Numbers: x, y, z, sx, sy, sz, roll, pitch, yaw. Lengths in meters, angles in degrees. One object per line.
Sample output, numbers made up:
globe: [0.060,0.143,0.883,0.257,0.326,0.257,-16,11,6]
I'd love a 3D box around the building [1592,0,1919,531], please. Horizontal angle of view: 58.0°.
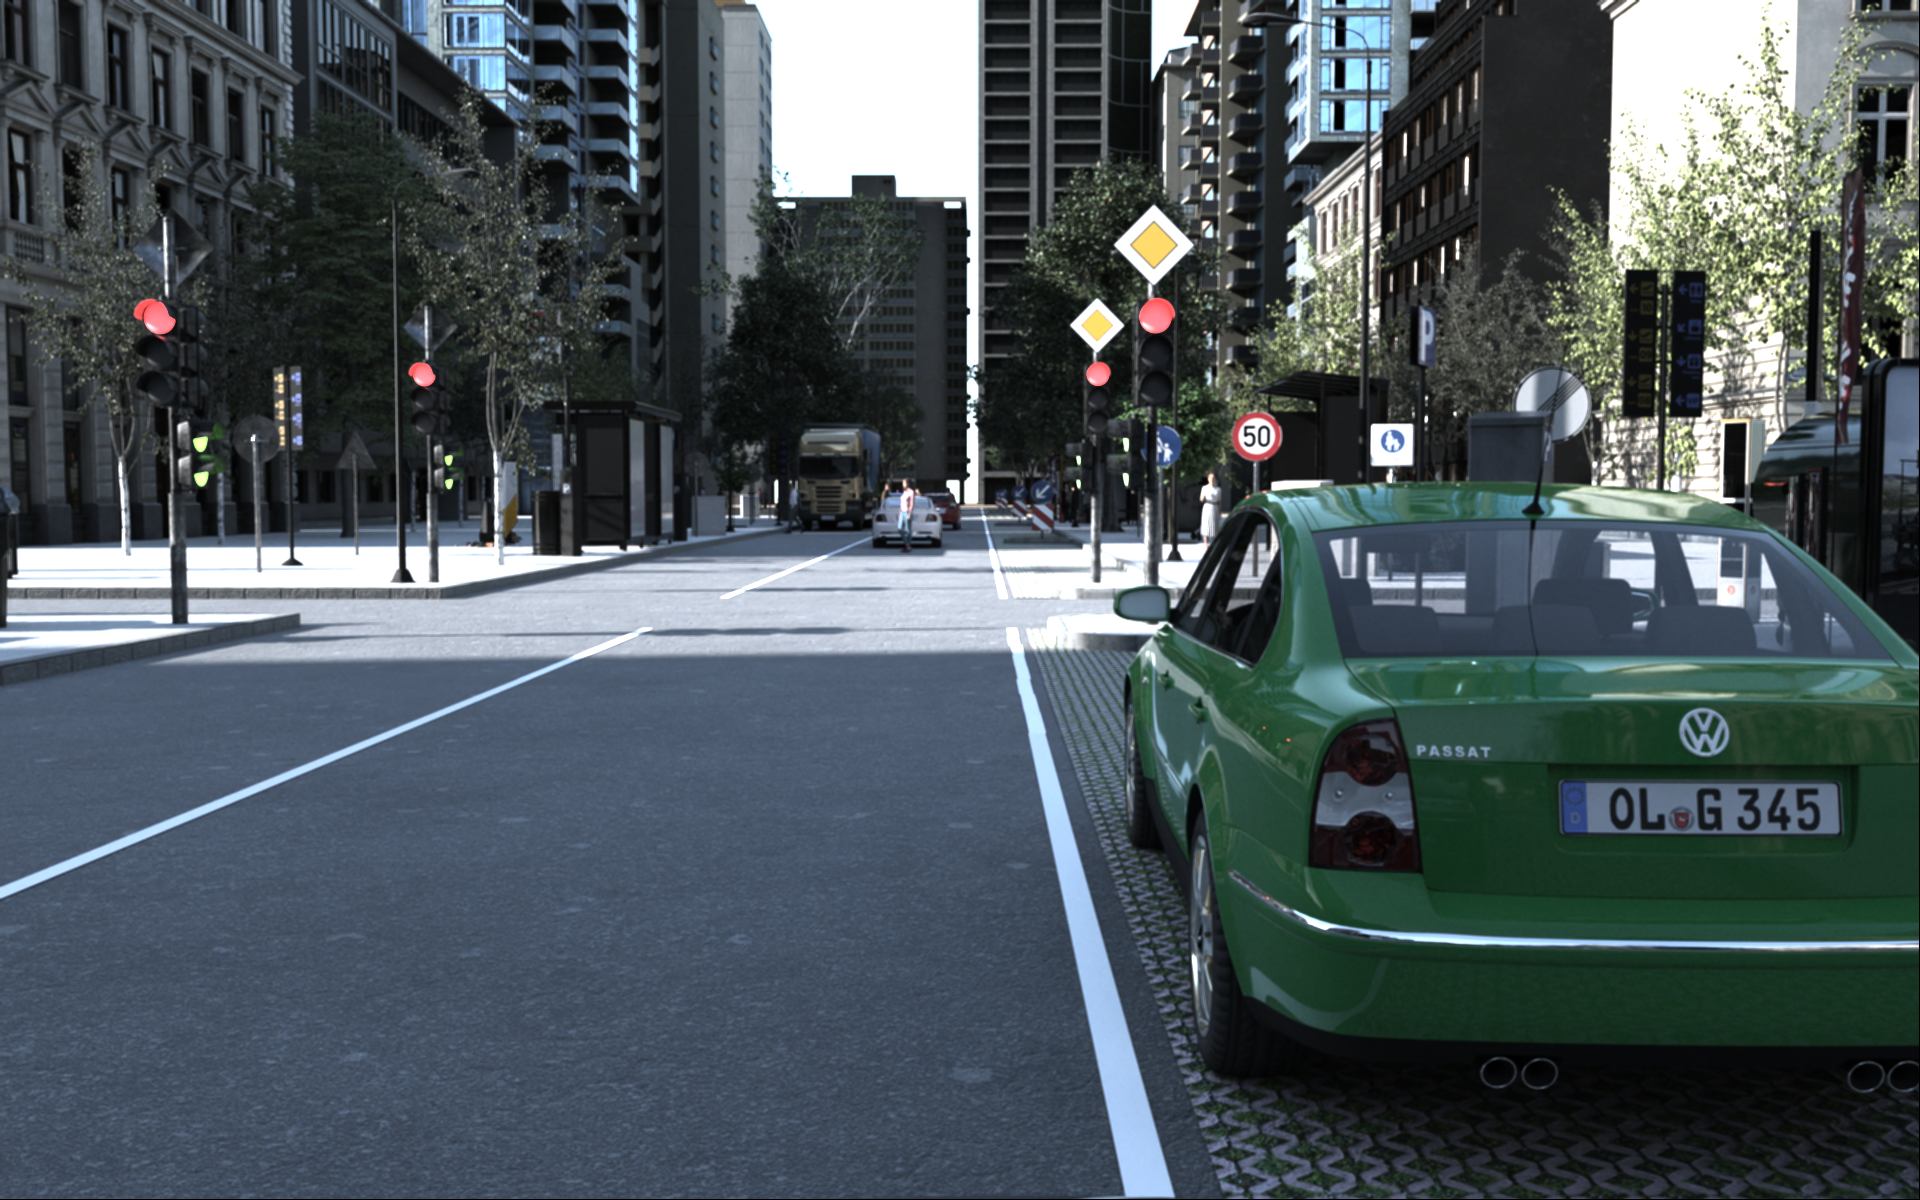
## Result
building: [36.271,-13.818,45.002,34.723,24.649,14.460,0,4,1]

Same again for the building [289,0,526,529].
building: [-29.738,-15.652,74.980,14.314,24.678,30.058,0,4,1]

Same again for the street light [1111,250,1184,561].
street light: [3.574,-3.699,33.026,1.470,5.913,1.316,0,4,1]

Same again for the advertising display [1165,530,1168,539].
advertising display: [5.976,-2.714,49.584,0.123,1.923,0.974,1,4,15]

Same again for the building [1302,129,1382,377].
building: [25.331,-15.483,89.305,11.583,22.565,21.152,0,4,1]

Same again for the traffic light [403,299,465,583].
traffic light: [-7.617,-2.207,25.004,0.839,4.253,0.868,0,4,1]

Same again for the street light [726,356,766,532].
street light: [-7.233,-5.252,58.411,1.470,5.913,1.316,0,4,1]

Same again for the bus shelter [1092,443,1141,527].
bus shelter: [6.380,-4.686,70.536,2.014,3.302,5.546,0,4,1]

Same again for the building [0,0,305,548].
building: [-27.313,-13.462,48.980,11.050,23.489,19.941,0,4,1]

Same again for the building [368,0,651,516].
building: [-32.859,-49.024,114.218,22.319,86.520,31.000,0,4,1]

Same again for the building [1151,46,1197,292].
building: [36.492,-38.041,211.208,27.495,52.752,28.713,0,4,1]

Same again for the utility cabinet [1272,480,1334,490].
utility cabinet: [5.557,-1.195,28.214,0.318,1.500,1.173,-2,4,-30]

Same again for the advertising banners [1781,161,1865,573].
advertising banners: [5.046,-0.856,10.184,0.090,3.025,2.074,1,4,17]

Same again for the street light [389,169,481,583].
street light: [-7.534,-3.202,24.894,1.470,5.913,1.316,0,4,1]

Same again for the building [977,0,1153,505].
building: [12.396,-46.999,206.685,20.611,71.187,20.563,0,4,1]

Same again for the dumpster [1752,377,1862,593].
dumpster: [7.405,-0.681,13.629,1.502,2.255,1.985,0,4,1]

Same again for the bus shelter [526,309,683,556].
bus shelter: [-8.275,-3.830,40.245,2.179,5.291,8.768,0,4,1]

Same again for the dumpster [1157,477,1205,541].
dumpster: [6.072,-2.574,47.843,1.264,1.857,1.865,0,4,1]

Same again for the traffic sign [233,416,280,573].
traffic sign: [-11.434,-1.717,28.175,0.768,2.556,0.104,0,4,1]

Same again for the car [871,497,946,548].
car: [-1.426,-2.159,47.669,2.083,1.381,4.827,0,4,0]

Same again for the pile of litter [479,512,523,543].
pile of litter: [-12.161,-1.959,45.998,1.176,0.858,1.719,1,4,14]

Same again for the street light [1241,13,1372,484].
street light: [3.413,-2.713,16.906,1.470,5.913,1.316,0,4,1]

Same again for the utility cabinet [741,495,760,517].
utility cabinet: [-11.607,-5.180,95.854,1.020,1.237,0.306,-2,4,-27]

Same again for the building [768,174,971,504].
building: [-10.655,-31.891,213.306,23.993,40.220,32.217,0,4,1]

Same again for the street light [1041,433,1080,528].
street light: [3.876,-5.729,66.209,1.470,5.913,1.316,0,4,1]

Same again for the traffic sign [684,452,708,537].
traffic sign: [-7.922,-3.171,51.954,0.768,2.556,0.104,1,4,10]

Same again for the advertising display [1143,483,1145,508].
advertising display: [9.662,-5.115,88.840,0.123,1.923,0.974,-2,4,-23]

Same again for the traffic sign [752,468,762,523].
traffic sign: [-9.191,-4.704,77.023,0.768,2.556,0.104,0,4,3]

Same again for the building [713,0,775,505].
building: [-36.808,-40.739,208.085,28.212,58.520,21.231,0,4,1]

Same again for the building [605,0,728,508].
building: [-32.424,-32.237,150.780,21.600,48.544,21.300,0,4,1]

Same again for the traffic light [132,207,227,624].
traffic light: [-7.700,-1.719,17.019,0.839,4.253,0.868,0,4,1]

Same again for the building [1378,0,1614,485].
building: [25.175,-14.749,70.823,12.332,23.373,15.834,0,4,1]

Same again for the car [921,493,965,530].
car: [-0.895,-3.725,69.946,2.155,1.783,4.494,0,4,2]

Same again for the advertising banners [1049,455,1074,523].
advertising banners: [4.603,-4.974,77.515,0.090,3.025,2.074,-2,4,-32]

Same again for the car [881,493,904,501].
car: [-4.104,-6.245,111.696,1.945,1.707,3.694,0,3,0]

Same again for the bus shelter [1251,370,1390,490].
bus shelter: [7.401,-2.737,36.039,1.731,3.624,6.357,0,4,0]

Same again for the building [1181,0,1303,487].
building: [30.489,-30.115,147.011,22.147,44.769,28.867,0,4,1]

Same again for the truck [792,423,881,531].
truck: [-4.874,-5.012,70.862,2.839,4.237,11.283,0,4,2]

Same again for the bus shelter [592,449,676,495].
bus shelter: [-10.728,-3.836,56.634,2.014,3.302,5.546,0,4,1]

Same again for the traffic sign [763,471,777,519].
traffic sign: [-9.804,-5.454,89.275,0.768,2.556,0.104,0,4,5]

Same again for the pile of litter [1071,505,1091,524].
pile of litter: [5.430,-3.768,75.579,1.176,0.858,1.719,1,4,12]

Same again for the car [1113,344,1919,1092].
car: [1.516,0.195,5.612,1.959,1.807,4.718,0,4,2]

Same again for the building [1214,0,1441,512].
building: [30.376,-49.107,115.576,22.319,86.520,31.000,0,4,1]

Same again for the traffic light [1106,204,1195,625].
traffic light: [1.861,-1.713,16.935,0.839,4.253,0.868,0,4,1]

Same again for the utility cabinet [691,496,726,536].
utility cabinet: [-7.722,-2.571,53.191,1.020,1.237,0.306,-1,4,-18]

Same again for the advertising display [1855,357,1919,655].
advertising display: [4.782,-0.194,8.384,0.974,1.923,0.123,-1,4,-16]

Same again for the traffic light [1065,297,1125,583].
traffic light: [1.944,-2.202,24.920,0.839,4.253,0.868,0,4,1]
